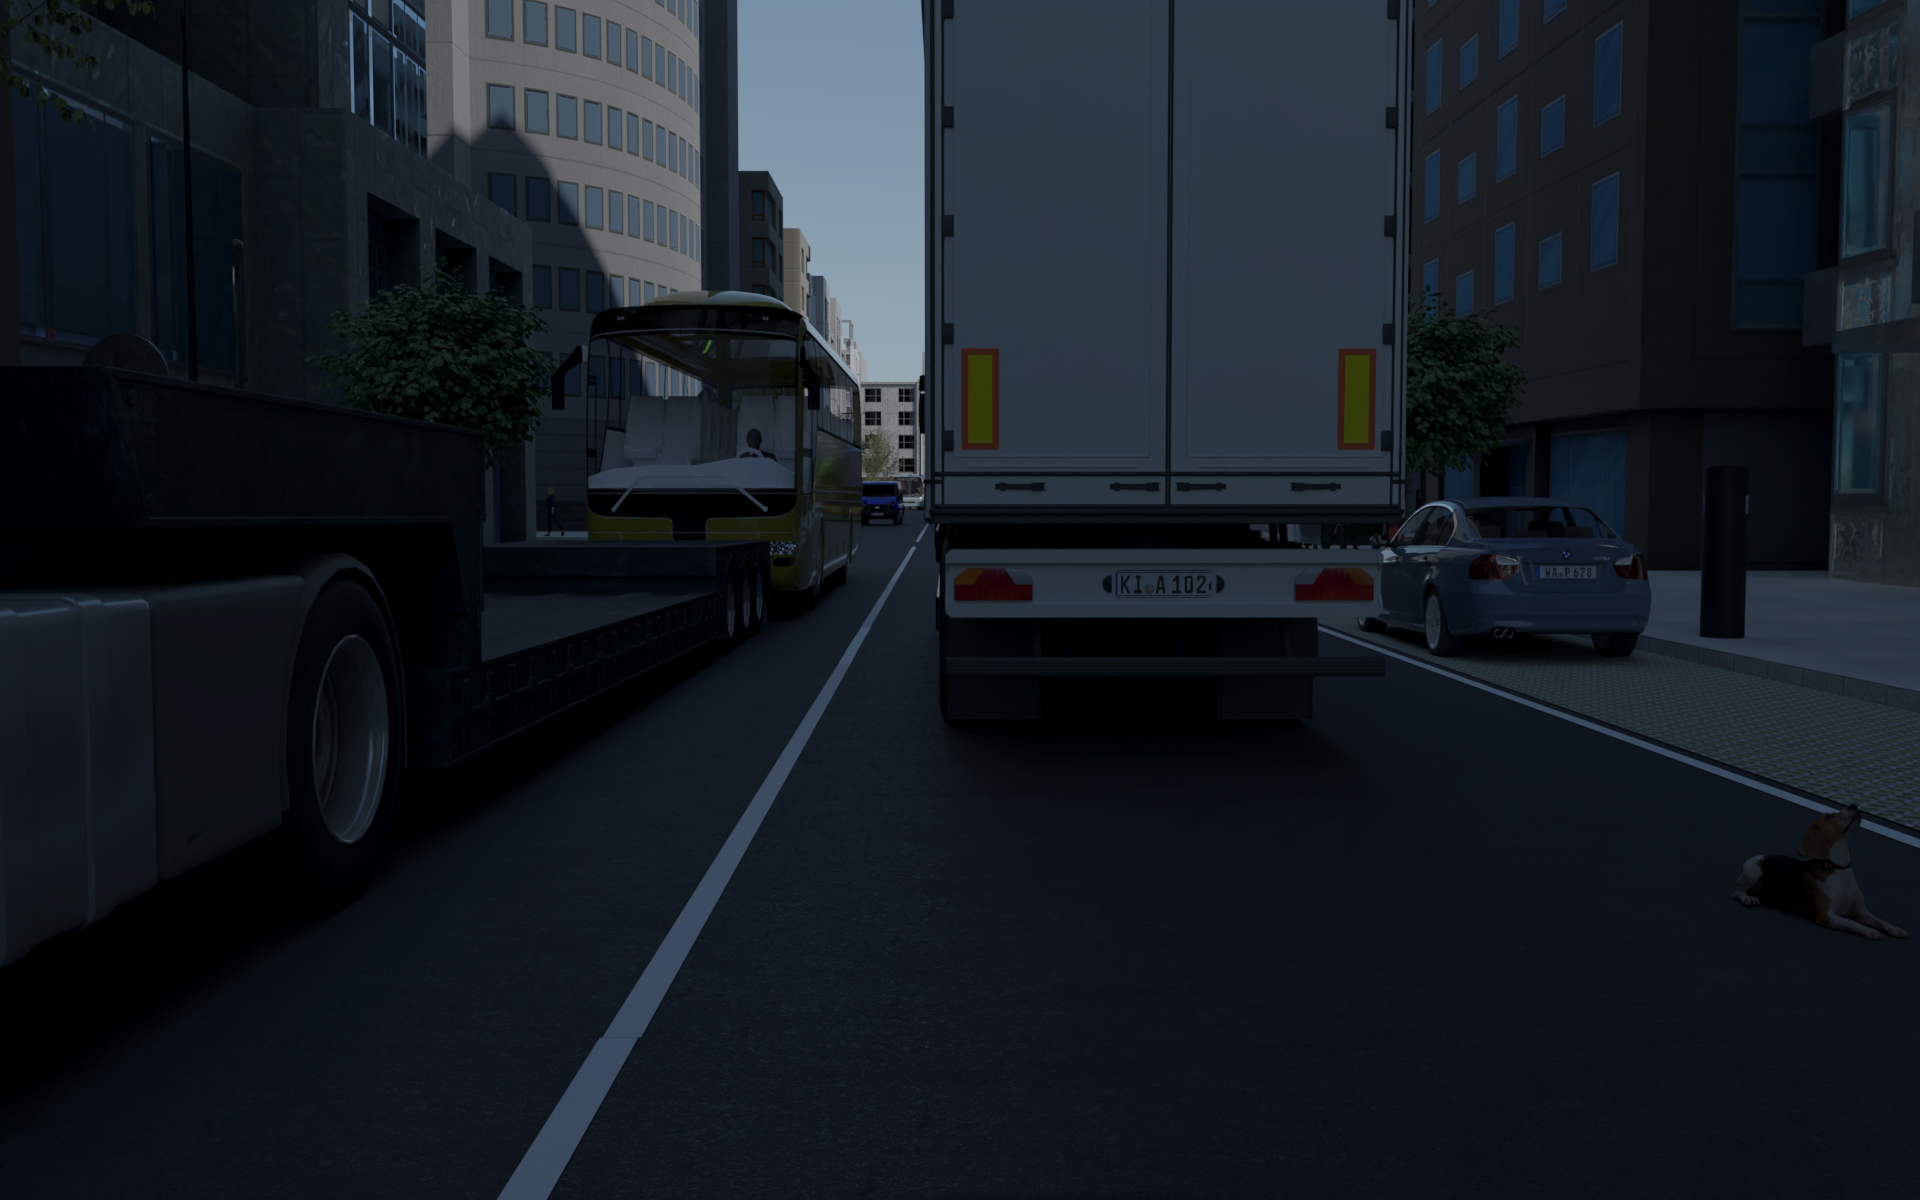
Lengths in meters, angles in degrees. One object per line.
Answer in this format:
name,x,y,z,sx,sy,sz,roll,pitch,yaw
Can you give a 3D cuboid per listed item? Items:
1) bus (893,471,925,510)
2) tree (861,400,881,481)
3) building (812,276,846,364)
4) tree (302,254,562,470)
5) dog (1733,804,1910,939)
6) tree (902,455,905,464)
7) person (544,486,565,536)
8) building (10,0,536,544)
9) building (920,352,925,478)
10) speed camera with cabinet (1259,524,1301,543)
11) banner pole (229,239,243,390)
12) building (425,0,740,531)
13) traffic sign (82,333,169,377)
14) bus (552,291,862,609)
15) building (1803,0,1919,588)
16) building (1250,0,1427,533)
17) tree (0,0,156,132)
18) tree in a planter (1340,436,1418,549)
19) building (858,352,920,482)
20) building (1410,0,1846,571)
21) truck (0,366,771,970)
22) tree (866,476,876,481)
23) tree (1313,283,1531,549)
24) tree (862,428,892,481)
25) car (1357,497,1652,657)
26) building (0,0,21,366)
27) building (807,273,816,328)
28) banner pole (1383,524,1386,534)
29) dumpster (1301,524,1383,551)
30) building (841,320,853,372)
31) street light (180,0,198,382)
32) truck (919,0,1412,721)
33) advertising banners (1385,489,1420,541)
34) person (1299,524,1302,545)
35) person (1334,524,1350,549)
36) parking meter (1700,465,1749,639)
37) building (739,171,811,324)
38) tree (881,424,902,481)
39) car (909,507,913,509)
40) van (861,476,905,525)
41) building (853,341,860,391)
bus,-4.527,-9.871,156.243,2.948,3.499,13.247,0,4,0
tree,-8.217,-10.762,126.318,4.360,8.622,3.978,0,3,0
building,-19.543,-17.713,156.057,16.747,18.905,31.486,0,4,0
tree,-7.185,-2.452,23.811,4.285,4.588,4.351,0,3,0
dog,2.958,0.871,5.954,0.550,0.427,0.748,2,4,29
tree,-8.379,-15.130,197.737,4.360,8.622,3.978,0,3,0
person,-12.368,-2.702,52.756,0.613,1.512,0.480,-1,4,-21
building,-25.744,-43.774,28.371,31.000,86.520,22.319,0,4,0
building,10.979,-21.878,224.170,31.486,18.905,16.747,0,4,0
speed camera with cabinet,8.667,-3.140,45.676,2.038,3.252,0.660,-1,4,-12
banner pole,-7.033,-1.644,16.897,0.401,3.779,0.863,-1,4,-19
building,-21.161,-32.269,69.598,21.231,58.520,28.212,0,4,0
traffic sign,-6.618,-0.833,13.724,0.768,2.556,0.104,1,4,8
bus,-2.983,-2.031,24.759,2.896,3.916,12.252,0,4,0
building,22.730,-23.997,11.965,23.786,49.044,30.456,0,4,0
building,20.284,-38.304,64.523,20.611,71.187,20.563,0,4,0
tree,-7.346,-3.675,10.441,4.737,8.622,4.395,0,3,0
tree in a planter,5.147,-1.596,23.315,1.991,3.239,1.994,0,4,0
building,-20.876,-21.872,224.065,31.486,18.905,16.747,0,4,0
building,17.983,-23.499,34.327,14.600,45.320,14.200,0,4,0
truck,-3.284,-1.177,9.009,2.967,4.110,18.799,0,4,0
tree,-8.665,-10.479,165.935,1.663,3.219,1.824,0,3,0
tree,7.157,-2.652,27.071,4.285,4.588,4.351,0,3,0
tree,-9.334,-14.469,186.937,4.737,8.622,4.395,0,3,0
car,5.022,-0.273,16.473,2.014,1.417,4.499,0,4,0
building,-17.587,-22.101,11.468,14.600,45.320,14.200,0,4,0
building,-19.140,-17.016,134.629,16.016,20.091,11.380,0,4,0
banner pole,12.905,-3.867,53.250,0.863,3.779,0.401,-2,4,-28
dumpster,7.164,-1.841,32.590,1.502,2.255,1.985,0,4,-1
building,-19.619,-19.633,177.412,16.016,20.091,11.380,0,4,0
street light,-6.271,-2.618,15.339,1.470,5.913,1.316,0,4,0
truck,1.001,-1.549,14.240,2.839,4.237,11.283,0,4,0
advertising banners,11.605,-3.048,46.026,2.074,3.025,0.090,1,4,10
person,8.595,-2.253,43.437,0.434,1.755,0.990,2,4,28
person,6.626,-1.228,30.037,0.340,1.345,0.435,-1,4,-23
parking meter,6.836,-0.433,15.490,0.372,1.533,0.369,0,3,0
building,-24.171,-16.034,107.191,27.650,21.520,28.899,0,4,0
tree,-8.946,-14.112,181.095,4.360,8.622,3.978,0,3,0
car,-5.623,-9.849,169.703,2.281,1.827,5.304,0,4,1
van,-3.689,-4.679,80.893,2.240,2.365,5.245,0,4,1
building,-17.124,-20.654,194.110,11.380,20.091,16.016,0,4,0
